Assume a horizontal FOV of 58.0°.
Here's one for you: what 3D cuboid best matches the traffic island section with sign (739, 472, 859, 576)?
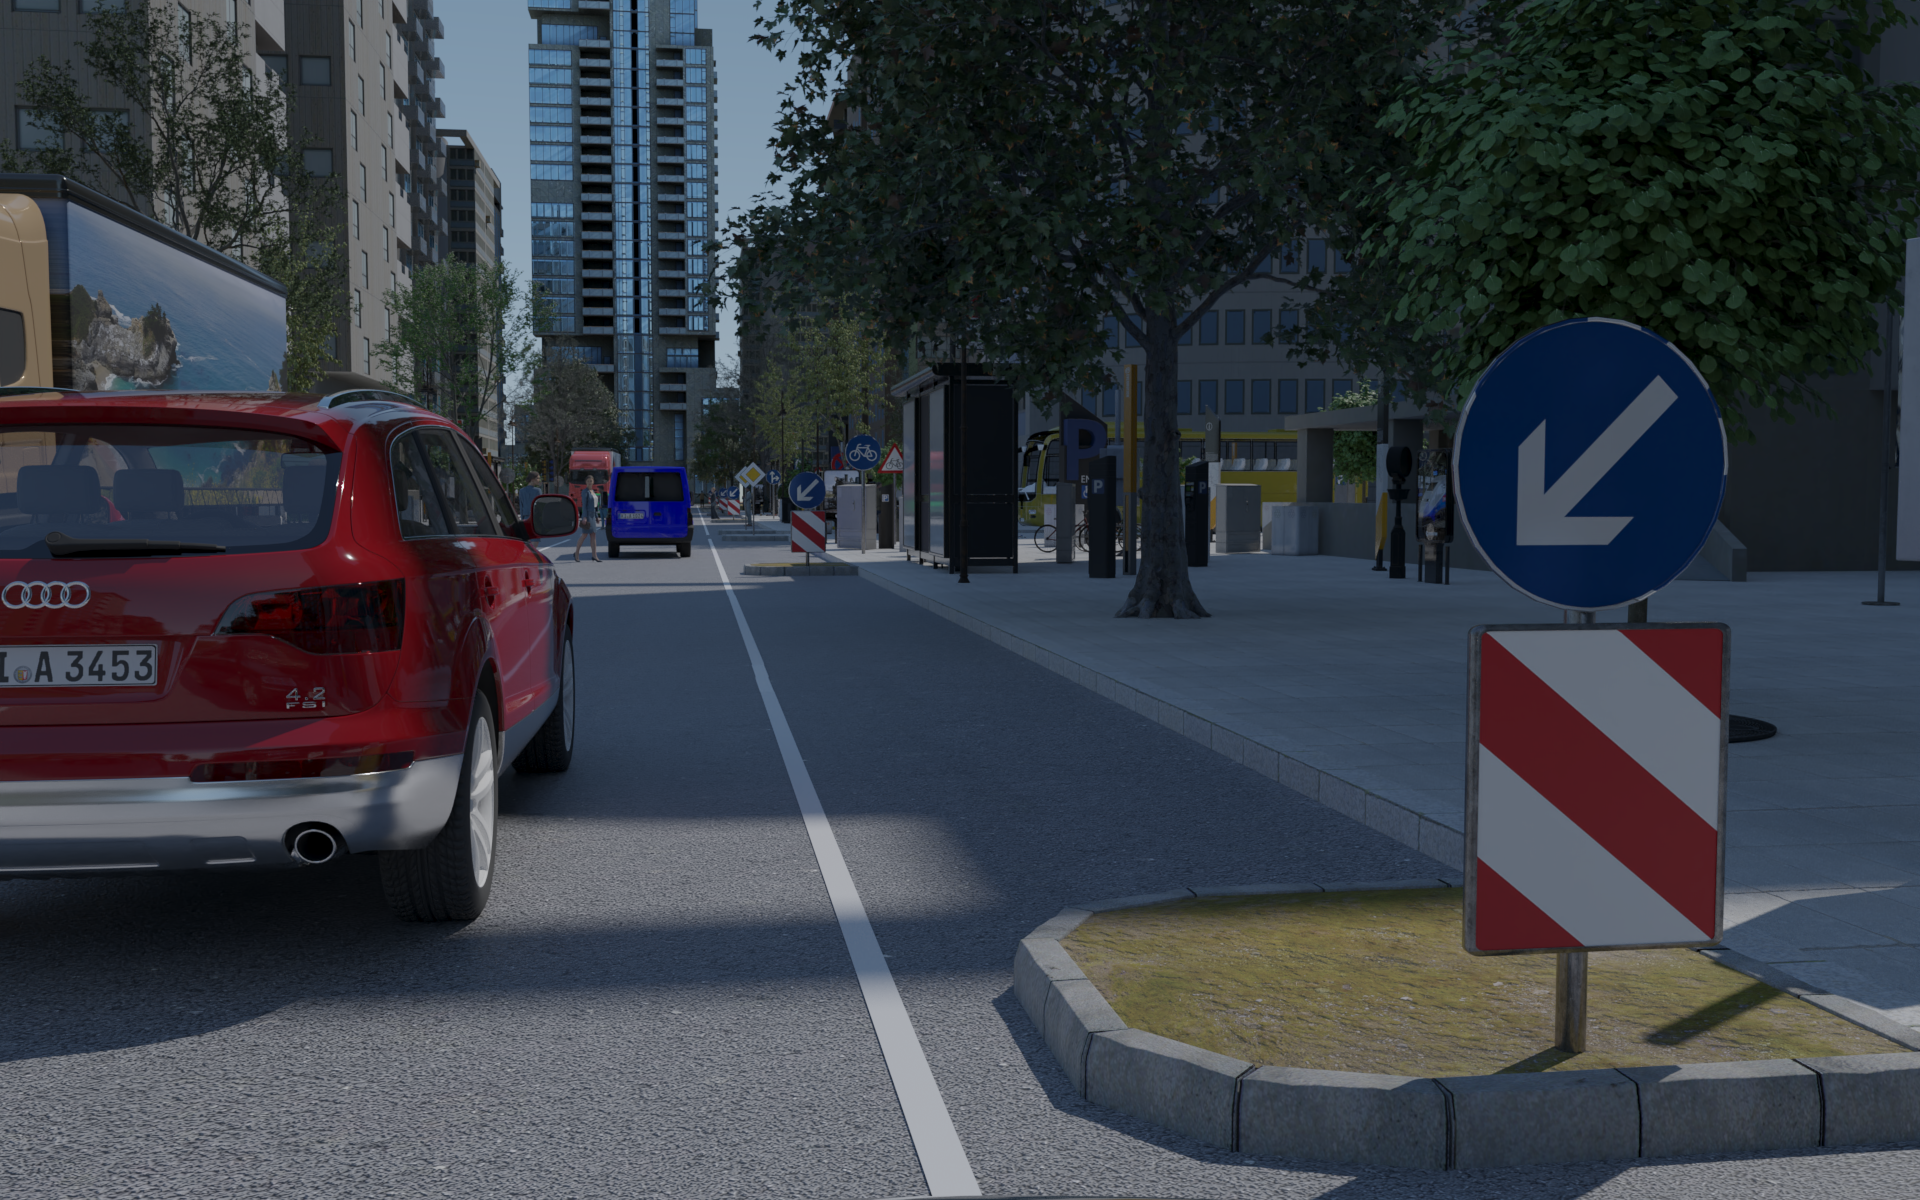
[{"bbox_3d":[-2.907,-1.386,31.292,1.989,1.847,2.006,-1,4,-9],"label":"traffic island section with sign"}]

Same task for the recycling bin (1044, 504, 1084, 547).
[{"bbox_3d":[2.537,-1.814,42.214,0.722,1.027,0.722,3,5,42],"label":"recycling bin"}]

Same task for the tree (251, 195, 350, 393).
[{"bbox_3d":[-16.871,-5.645,42.652,4.737,8.622,4.395,0,3,0],"label":"tree"}]

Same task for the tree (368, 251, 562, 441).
[{"bbox_3d":[-20.956,-9.019,73.215,9.928,11.665,9.643,0,3,0],"label":"tree"}]

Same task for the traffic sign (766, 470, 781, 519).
[{"bbox_3d":[-9.705,-5.510,90.198,0.768,2.556,0.104,0,4,-2],"label":"traffic sign"}]

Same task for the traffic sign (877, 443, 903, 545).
[{"bbox_3d":[-1.651,-2.684,43.886,0.884,2.594,0.081,0,4,-3],"label":"traffic sign"}]

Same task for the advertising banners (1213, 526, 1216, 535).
[{"bbox_3d":[7.311,-3.608,55.183,2.074,3.025,0.090,2,4,24],"label":"advertising banners"}]

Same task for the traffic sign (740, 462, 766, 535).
[{"bbox_3d":[-6.436,-3.077,53.949,0.795,2.450,0.064,-1,4,-9],"label":"traffic sign"}]

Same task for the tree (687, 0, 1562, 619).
[{"bbox_3d":[2.010,-6.168,17.853,9.611,12.733,9.660,0,3,0],"label":"tree"}]

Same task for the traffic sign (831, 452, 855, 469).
[{"bbox_3d":[-3.530,-3.214,52.654,0.768,2.556,0.104,0,4,-5],"label":"traffic sign"}]

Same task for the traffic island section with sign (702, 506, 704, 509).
[{"bbox_3d":[-23.171,-9.416,162.574,1.989,1.847,2.006,-1,4,-9],"label":"traffic island section with sign"}]

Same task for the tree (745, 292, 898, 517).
[{"bbox_3d":[-3.378,-6.064,49.503,4.737,8.622,4.395,0,3,0],"label":"tree"}]

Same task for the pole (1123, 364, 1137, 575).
[{"bbox_3d":[2.687,-2.049,27.345,0.158,3.312,0.155,0,3,0],"label":"pole"}]

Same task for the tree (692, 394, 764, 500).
[{"bbox_3d":[-23.278,-15.310,176.078,9.928,11.665,9.643,0,3,0],"label":"tree"}]

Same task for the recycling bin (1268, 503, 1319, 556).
[{"bbox_3d":[7.025,-1.453,36.310,0.722,1.027,0.722,-3,5,-41],"label":"recycling bin"}]

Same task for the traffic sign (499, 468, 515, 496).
[{"bbox_3d":[-21.812,-5.098,83.464,0.768,2.556,0.104,0,4,-5],"label":"traffic sign"}]

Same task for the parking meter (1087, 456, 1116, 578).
[{"bbox_3d":[2.166,-1.269,26.463,0.399,1.863,0.255,3,4,38],"label":"parking meter"}]

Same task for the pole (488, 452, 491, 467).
[{"bbox_3d":[-22.843,-5.524,84.156,0.158,3.312,0.155,0,3,0],"label":"pole"}]

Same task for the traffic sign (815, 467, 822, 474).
[{"bbox_3d":[-6.341,-4.735,77.424,0.884,2.594,0.081,0,4,-8],"label":"traffic sign"}]

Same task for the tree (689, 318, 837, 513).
[{"bbox_3d":[-13.584,-12.842,120.343,12.009,13.543,11.850,0,3,0],"label":"tree"}]

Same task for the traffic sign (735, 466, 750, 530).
[{"bbox_3d":[-7.654,-3.560,61.841,0.795,2.450,0.064,-1,4,-9],"label":"traffic sign"}]

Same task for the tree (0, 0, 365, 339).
[{"bbox_3d":[-14.995,-5.973,32.065,8.767,10.594,7.601,0,4,0],"label":"tree"}]

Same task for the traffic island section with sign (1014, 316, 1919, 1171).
[{"bbox_3d":[1.202,0.243,4.650,1.989,1.847,2.006,-1,4,-9],"label":"traffic island section with sign"}]

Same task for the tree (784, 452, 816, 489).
[{"bbox_3d":[-6.466,-4.773,72.645,1.663,3.219,1.824,0,3,0],"label":"tree"}]

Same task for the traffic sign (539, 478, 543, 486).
[{"bbox_3d":[-29.471,-7.377,120.711,0.768,2.556,0.104,0,4,-7],"label":"traffic sign"}]

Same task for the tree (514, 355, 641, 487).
[{"bbox_3d":[-31.558,-13.718,141.290,9.611,12.733,9.660,0,3,0],"label":"tree"}]

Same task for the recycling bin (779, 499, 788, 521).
[{"bbox_3d":[-8.168,-4.233,81.770,0.722,1.027,0.722,-1,4,-10],"label":"recycling bin"}]

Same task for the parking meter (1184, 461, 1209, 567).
[{"bbox_3d":[4.168,-1.518,30.535,0.399,1.863,0.255,-3,5,-39],"label":"parking meter"}]

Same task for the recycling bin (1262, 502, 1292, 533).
[{"bbox_3d":[9.839,-2.511,53.602,0.722,1.027,0.722,3,5,41],"label":"recycling bin"}]

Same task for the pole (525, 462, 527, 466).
[{"bbox_3d":[-27.975,-7.212,111.752,0.158,3.312,0.155,0,3,0],"label":"pole"}]

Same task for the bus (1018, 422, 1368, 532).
[{"bbox_3d":[7.878,-4.180,59.894,12.252,3.916,2.896,-1,4,-10],"label":"bus"}]

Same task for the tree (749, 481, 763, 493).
[{"bbox_3d":[-17.320,-9.184,144.757,1.663,3.219,1.824,0,3,0],"label":"tree"}]

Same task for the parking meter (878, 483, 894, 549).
[{"bbox_3d":[-1.729,-1.972,40.655,0.372,1.533,0.369,0,3,0],"label":"parking meter"}]

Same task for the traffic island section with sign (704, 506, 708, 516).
[{"bbox_3d":[-15.596,-6.413,113.479,1.989,1.847,2.006,-1,4,-9],"label":"traffic island section with sign"}]

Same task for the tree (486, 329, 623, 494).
[{"bbox_3d":[-29.964,-13.339,128.457,12.009,13.543,11.850,0,3,0],"label":"tree"}]

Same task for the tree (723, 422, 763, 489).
[{"bbox_3d":[-20.808,-13.280,167.497,4.360,8.622,3.978,0,3,0],"label":"tree"}]

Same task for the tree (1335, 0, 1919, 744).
[{"bbox_3d":[3.646,-1.575,9.471,4.285,4.588,4.351,0,3,0],"label":"tree"}]

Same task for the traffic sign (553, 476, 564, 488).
[{"bbox_3d":[-27.799,-7.328,119.926,0.768,2.556,0.104,0,4,-2],"label":"traffic sign"}]

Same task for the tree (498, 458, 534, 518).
[{"bbox_3d":[-24.101,-6.047,93.464,1.663,3.219,1.824,0,3,0],"label":"tree"}]

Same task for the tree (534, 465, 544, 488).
[{"bbox_3d":[-24.407,-6.285,97.369,1.663,3.219,1.824,0,3,0],"label":"tree"}]

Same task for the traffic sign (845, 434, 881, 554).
[{"bbox_3d":[-2.068,-2.260,37.051,0.768,2.556,0.104,0,4,-2],"label":"traffic sign"}]

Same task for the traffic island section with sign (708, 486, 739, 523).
[{"bbox_3d":[-11.475,-4.784,86.839,1.989,1.847,2.006,-1,4,-9],"label":"traffic island section with sign"}]
